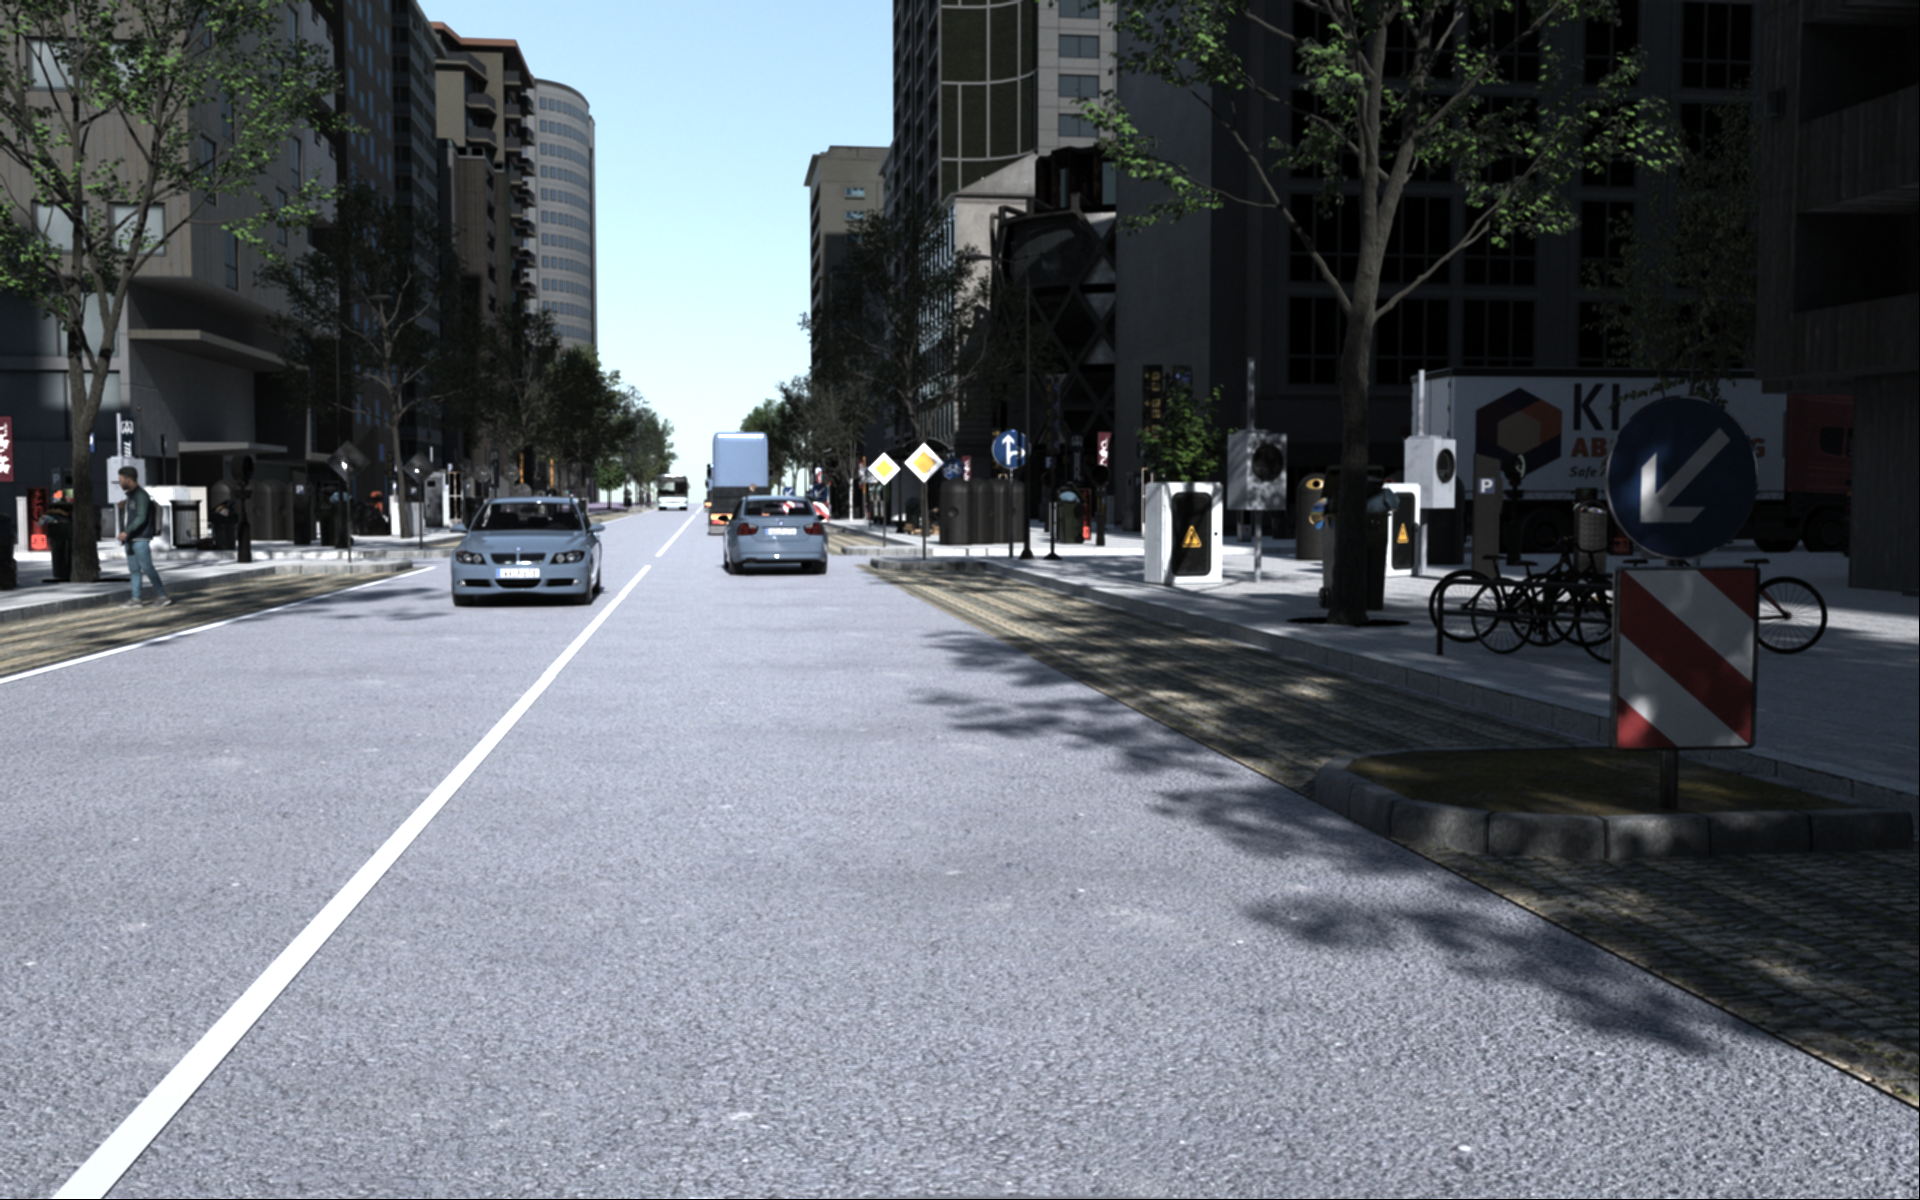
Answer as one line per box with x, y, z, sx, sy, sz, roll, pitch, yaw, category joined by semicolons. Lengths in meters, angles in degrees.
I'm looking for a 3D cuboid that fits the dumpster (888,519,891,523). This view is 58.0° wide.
-2.825;-4.570;77.219;1.502;2.255;1.985;0;4;-8;dumpster

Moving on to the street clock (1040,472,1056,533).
2.926;-3.240;57.538;0.471;2.002;0.358;-2;4;-23;street clock

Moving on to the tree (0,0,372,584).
-12.628;-6.072;25.026;9.928;11.665;9.643;0;3;0;tree

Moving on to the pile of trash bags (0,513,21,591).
-13.384;-0.780;22.508;1.912;1.369;3.447;-1;4;-22;pile of trash bags

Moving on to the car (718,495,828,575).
-3.460;-1.230;32.117;2.014;1.417;4.499;-1;4;-10;car

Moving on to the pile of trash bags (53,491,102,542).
-23.855;-2.218;46.017;1.912;1.369;3.447;-2;4;-28;pile of trash bags

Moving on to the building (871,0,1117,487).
3.216;-43.547;150.249;20.563;71.187;20.611;0;4;-8;building

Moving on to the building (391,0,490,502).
-50.446;-26.328;122.343;32.217;40.220;23.993;0;4;-8;building

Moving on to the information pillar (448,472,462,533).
-16.855;-3.264;57.853;0.304;2.012;0.304;2;4;29;information pillar

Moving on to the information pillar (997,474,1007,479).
1.568;-3.677;64.617;0.304;2.012;0.304;-1;4;-13;information pillar

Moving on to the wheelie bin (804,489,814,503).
-9.394;-6.170;108.787;0.693;1.594;0.980;1;4;10;wheelie bin

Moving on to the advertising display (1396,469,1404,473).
11.717;-2.483;45.810;0.123;1.923;0.974;2;4;31;advertising display

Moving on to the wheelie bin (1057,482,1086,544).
2.866;-2.251;44.704;0.693;1.594;0.980;0;4;-8;wheelie bin

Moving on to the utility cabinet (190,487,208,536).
-23.462;-2.677;52.450;1.173;1.500;0.318;-3;5;-40;utility cabinet

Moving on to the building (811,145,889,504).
-9.146;-37.570;237.972;21.300;48.544;21.600;0;4;-8;building

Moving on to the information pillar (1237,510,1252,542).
7.633;-2.564;46.416;0.304;2.012;0.304;-1;4;-17;information pillar

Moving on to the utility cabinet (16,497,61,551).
-20.849;-1.716;39.226;1.020;1.237;0.306;1;4;20;utility cabinet

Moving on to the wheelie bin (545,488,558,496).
-22.878;-5.452;97.051;0.693;1.594;0.980;-2;4;-30;wheelie bin

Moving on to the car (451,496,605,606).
-5.866;-0.717;23.734;2.014;1.417;4.499;-1;4;-9;car

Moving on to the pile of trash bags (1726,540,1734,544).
18.524;-2.198;45.697;3.447;1.369;1.912;1;4;20;pile of trash bags

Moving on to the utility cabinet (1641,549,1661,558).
14.051;-1.592;34.705;1.173;1.500;0.318;-3;5;-44;utility cabinet

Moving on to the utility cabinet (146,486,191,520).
-20.832;-2.238;45.265;1.173;1.500;0.318;1;4;9;utility cabinet

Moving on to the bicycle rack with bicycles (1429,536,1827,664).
5.050;-0.036;13.972;2.852;0.926;2.925;-3;5;-43;bicycle rack with bicycles

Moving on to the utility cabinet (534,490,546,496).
-25.001;-5.759;102.838;0.318;1.500;1.173;-3;5;-44;utility cabinet

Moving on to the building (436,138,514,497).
-44.921;-22.717;143.122;14.160;30.474;14.107;0;4;-8;building

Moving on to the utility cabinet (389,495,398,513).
-27.289;-4.453;83.961;0.306;1.237;1.020;1;4;10;utility cabinet

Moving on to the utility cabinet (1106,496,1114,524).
6.632;-3.809;73.444;0.306;1.237;1.020;3;5;44;utility cabinet

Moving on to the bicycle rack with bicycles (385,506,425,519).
-27.923;-4.538;87.584;2.925;0.926;2.852;-1;4;-12;bicycle rack with bicycles

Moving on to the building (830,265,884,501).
-9.633;-27.425;220.098;14.160;30.474;14.107;0;4;-8;building

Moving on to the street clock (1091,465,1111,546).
3.470;-2.334;42.728;0.471;2.002;0.358;1;4;15;street clock

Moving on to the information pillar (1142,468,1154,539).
5.323;-2.726;49.056;0.304;2.012;0.304;1;4;16;information pillar

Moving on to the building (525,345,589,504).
-61.564;-22.712;216.381;27.650;21.520;28.899;0;4;-8;building

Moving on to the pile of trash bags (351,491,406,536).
-18.229;-2.739;54.538;1.912;1.369;3.447;-2;4;-25;pile of trash bags

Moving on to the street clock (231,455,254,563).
-13.326;-1.690;32.209;0.358;2.002;0.471;0;4;3;street clock

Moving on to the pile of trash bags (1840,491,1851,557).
18.979;-1.570;35.417;1.912;1.369;3.447;0;4;3;pile of trash bags

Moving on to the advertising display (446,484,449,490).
-32.891;-6.503;111.532;0.123;1.923;0.974;2;4;24;advertising display

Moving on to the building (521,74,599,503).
-62.743;-42.928;243.873;21.231;58.520;28.212;0;4;-8;building

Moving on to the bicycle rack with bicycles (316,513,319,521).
-24.001;-2.934;61.358;2.852;0.926;2.925;0;4;8;bicycle rack with bicycles

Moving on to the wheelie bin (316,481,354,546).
-15.330;-2.118;42.530;0.980;1.594;0.693;1;4;22;wheelie bin

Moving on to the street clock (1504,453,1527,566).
9.919;-1.615;30.978;0.358;2.002;0.471;3;5;43;street clock

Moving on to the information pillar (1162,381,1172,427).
4.064;-2.555;33.124;0.183;3.616;0.504;-3;4;-36;information pillar

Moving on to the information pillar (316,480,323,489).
-34.211;-5.387;92.573;0.304;2.012;0.304;0;4;-4;information pillar

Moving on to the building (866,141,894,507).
5.144;-29.542;174.885;32.217;40.220;23.993;0;4;-8;building

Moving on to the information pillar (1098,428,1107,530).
5.074;-4.316;61.919;0.183;3.616;0.504;-2;4;-25;information pillar

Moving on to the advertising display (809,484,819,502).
-9.232;-6.520;111.818;0.974;1.923;0.123;-1;4;-13;advertising display

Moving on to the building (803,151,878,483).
-8.512;-41.189;262.681;28.713;52.752;27.495;0;4;-8;building

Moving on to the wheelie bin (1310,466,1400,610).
4.430;-0.698;19.317;0.980;1.594;0.693;0;4;-5;wheelie bin

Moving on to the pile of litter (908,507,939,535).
-0.955;-2.522;55.198;1.176;0.858;1.719;-2;4;-35;pile of litter
